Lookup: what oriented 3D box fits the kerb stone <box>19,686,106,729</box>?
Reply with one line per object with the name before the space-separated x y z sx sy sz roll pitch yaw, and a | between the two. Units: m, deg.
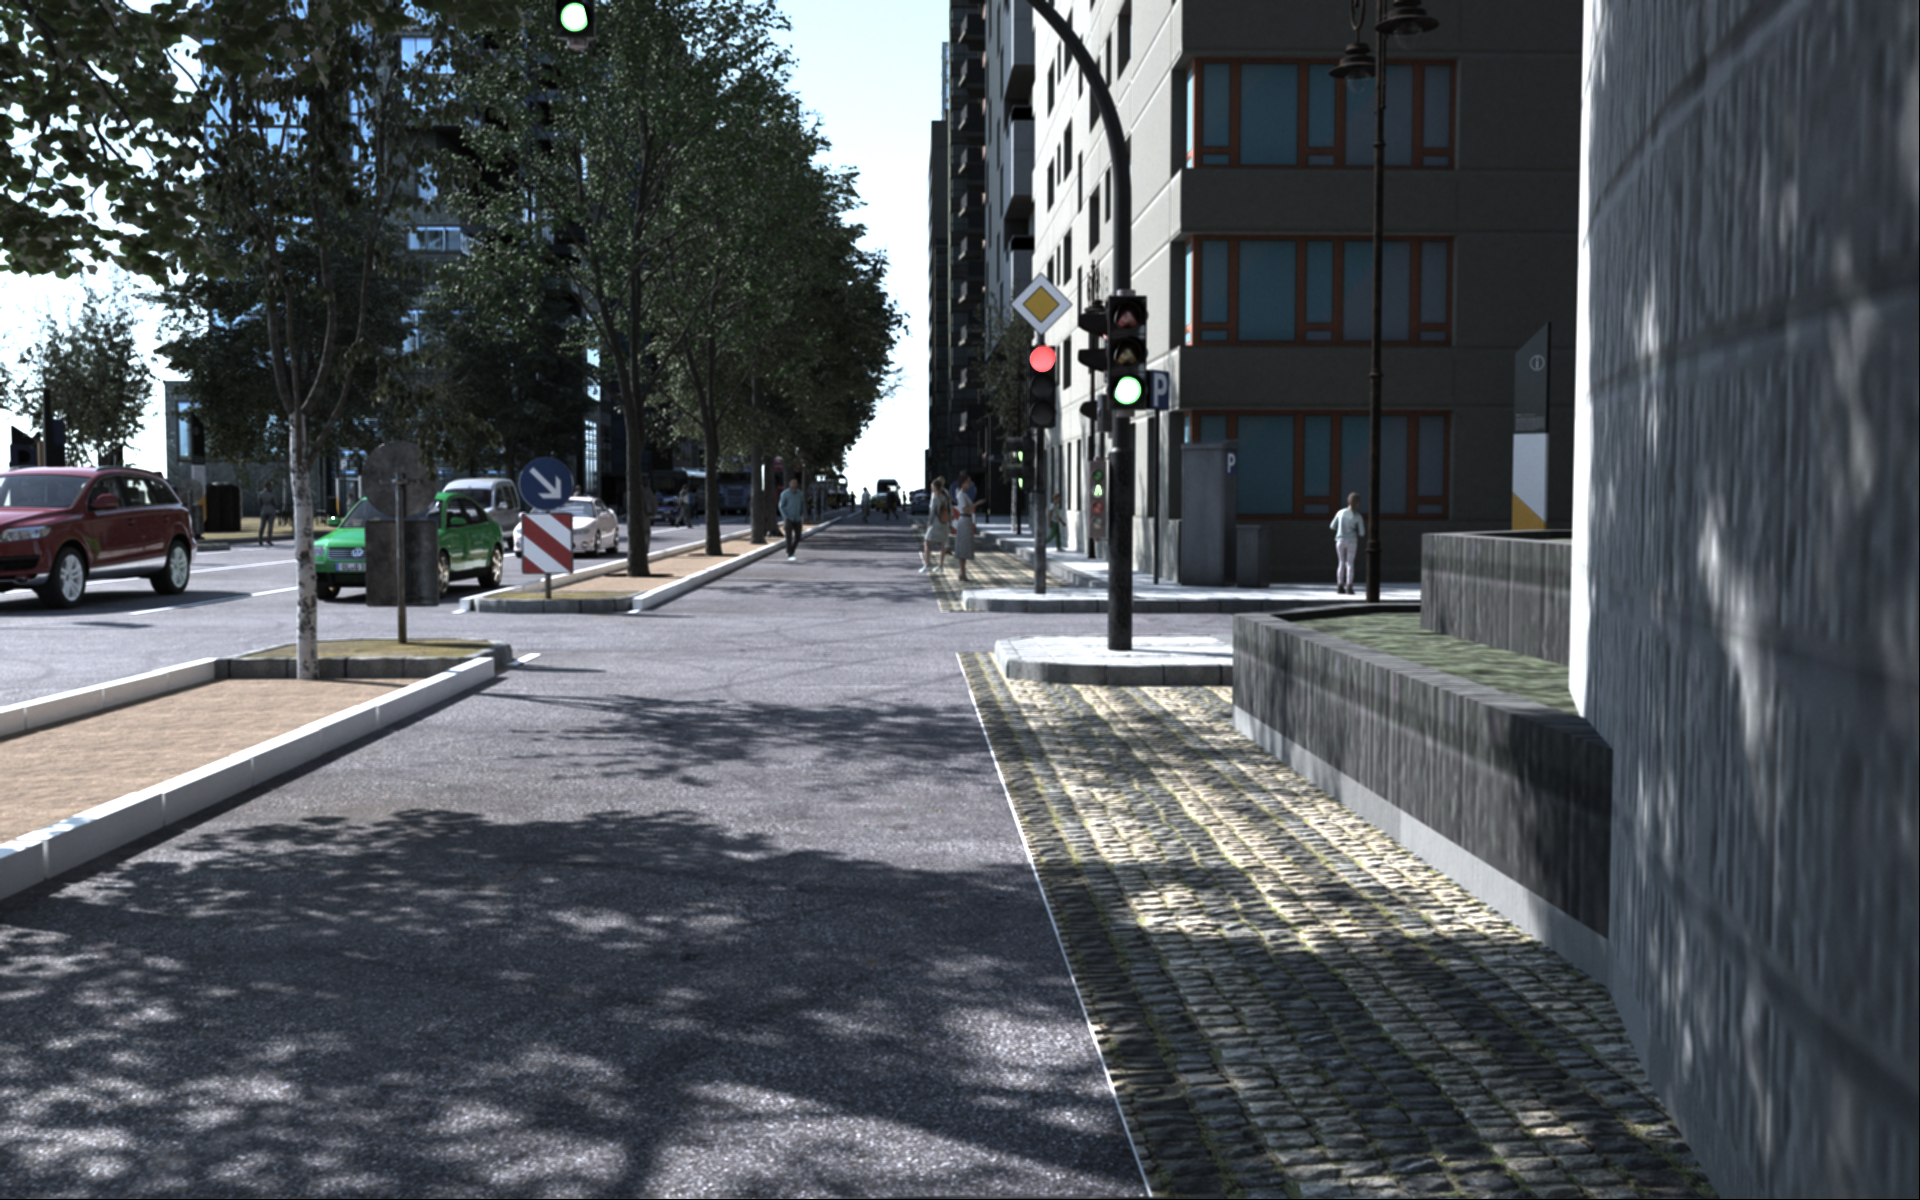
kerb stone | -5.715 0.688 10.959 0.120 0.150 1.000 0 4 -2

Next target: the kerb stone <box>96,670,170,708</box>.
kerb stone | -5.755 0.627 11.987 0.120 0.150 1.000 0 4 -2

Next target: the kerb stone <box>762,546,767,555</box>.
kerb stone | -4.648 -1.106 40.275 0.120 0.150 1.000 0 4 -2

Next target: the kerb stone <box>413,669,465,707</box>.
kerb stone | -3.655 0.626 12.065 0.120 0.150 1.000 0 4 -2

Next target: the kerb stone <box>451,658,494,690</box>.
kerb stone | -3.696 0.558 13.086 0.120 0.150 1.000 0 4 -2

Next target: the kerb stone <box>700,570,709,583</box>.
kerb stone | -4.213 -0.354 27.988 0.120 0.150 1.000 0 4 -2

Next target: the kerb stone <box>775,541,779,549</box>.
kerb stone | -4.790 -1.353 44.374 0.120 0.150 1.000 0 4 -2

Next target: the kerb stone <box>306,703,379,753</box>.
kerb stone | -3.586 0.747 10.012 0.120 0.150 1.000 0 4 -2

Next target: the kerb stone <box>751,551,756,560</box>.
kerb stone | -4.536 -0.914 37.211 0.120 0.150 1.000 0 4 -2

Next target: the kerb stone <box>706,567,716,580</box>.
kerb stone | -4.247 -0.417 29.009 0.120 0.150 1.000 0 4 -2

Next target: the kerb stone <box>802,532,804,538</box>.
kerb stone | -5.183 -2.045 55.641 0.120 0.150 1.000 0 4 -2

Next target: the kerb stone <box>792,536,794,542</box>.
kerb stone | -5.003 -1.733 50.524 0.120 0.150 1.000 0 4 -2

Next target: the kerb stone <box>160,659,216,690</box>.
kerb stone | -5.797 0.562 13.010 0.120 0.150 1.000 0 4 -2

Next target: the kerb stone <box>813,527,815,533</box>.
kerb stone | -5.438 -2.485 62.821 0.120 0.150 1.000 0 4 -2

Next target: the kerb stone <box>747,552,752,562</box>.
kerb stone | -4.499 -0.856 36.189 0.120 0.150 1.000 0 4 -2

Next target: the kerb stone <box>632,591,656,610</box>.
kerb stone | -3.996 0.027 21.851 0.120 0.150 1.000 0 4 -2

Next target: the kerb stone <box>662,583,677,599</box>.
kerb stone | -4.071 -0.104 23.897 0.120 0.150 1.000 0 4 -2

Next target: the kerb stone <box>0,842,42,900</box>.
kerb stone | -3.439 1.000 5.917 0.120 0.150 1.000 0 4 -2

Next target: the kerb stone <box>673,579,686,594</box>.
kerb stone | -4.108 -0.162 24.921 0.120 0.150 1.000 0 4 -2

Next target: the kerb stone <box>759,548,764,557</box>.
kerb stone | -4.603 -1.043 39.254 0.120 0.150 1.000 0 4 -2

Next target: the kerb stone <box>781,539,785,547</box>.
kerb stone | -4.861 -1.482 46.432 0.120 0.150 1.000 0 4 -2

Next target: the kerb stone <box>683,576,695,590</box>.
kerb stone | -4.134 -0.229 25.942 0.120 0.150 1.000 0 4 -2

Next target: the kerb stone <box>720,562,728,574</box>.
kerb stone | -4.315 -0.542 31.061 0.120 0.150 1.000 0 4 -2

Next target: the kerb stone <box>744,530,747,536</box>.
kerb stone | -7.389 -2.228 58.621 0.120 0.150 1.000 0 4 -2

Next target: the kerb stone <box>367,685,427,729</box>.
kerb stone | -3.614 0.686 11.043 0.120 0.150 1.000 0 4 -2

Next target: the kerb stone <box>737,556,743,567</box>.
kerb stone | -4.423 -0.730 34.129 0.120 0.150 1.000 0 4 -2

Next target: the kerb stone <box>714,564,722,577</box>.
kerb stone | -4.285 -0.479 30.035 0.120 0.150 1.000 0 4 -2

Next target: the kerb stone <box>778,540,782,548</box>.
kerb stone | -4.825 -1.410 45.412 0.120 0.150 1.000 0 4 -2

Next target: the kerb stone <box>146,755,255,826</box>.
kerb stone | -3.505 0.876 7.967 0.120 0.150 1.000 0 4 -2

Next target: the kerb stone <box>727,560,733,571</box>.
kerb stone | -4.360 -0.605 32.086 0.120 0.150 1.000 0 4 -2

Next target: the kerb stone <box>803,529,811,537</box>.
kerb stone | -5.329 -2.297 59.745 0.120 0.150 1.000 0 4 -2

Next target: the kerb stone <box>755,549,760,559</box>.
kerb stone | -4.575 -0.981 38.232 0.120 0.150 1.000 0 4 -2

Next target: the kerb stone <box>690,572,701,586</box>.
kerb stone | -4.185 -0.292 26.963 0.120 0.150 1.000 0 4 -2

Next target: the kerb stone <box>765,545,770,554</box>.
kerb stone | -4.683 -1.168 41.296 0.120 0.150 1.000 0 4 -2

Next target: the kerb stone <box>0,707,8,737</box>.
kerb stone | -5.682 0.750 9.938 0.120 0.150 1.000 0 4 -2

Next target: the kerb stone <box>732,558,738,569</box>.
kerb stone | -4.391 -0.665 33.108 0.120 0.150 1.000 0 4 -2

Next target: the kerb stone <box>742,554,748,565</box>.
kerb stone | -4.459 -0.793 35.158 0.120 0.150 1.000 0 4 -2

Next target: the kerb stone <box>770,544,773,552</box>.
kerb stone | -4.723 -1.231 42.317 0.120 0.150 1.000 0 4 -2

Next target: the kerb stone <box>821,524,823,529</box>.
kerb stone | -5.652 -2.858 68.963 0.120 0.150 1.000 0 4 -2

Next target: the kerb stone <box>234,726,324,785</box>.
kerb stone | -3.543 0.812 8.989 0.120 0.150 1.000 0 4 -2

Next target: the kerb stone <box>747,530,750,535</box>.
kerb stone | -7.435 -2.286 59.642 0.120 0.150 1.000 0 4 -2

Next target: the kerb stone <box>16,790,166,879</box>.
kerb stone | -3.471 0.933 6.945 0.120 0.150 1.000 0 4 -2

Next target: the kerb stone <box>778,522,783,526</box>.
kerb stone | -8.104 -3.478 79.098 0.120 0.150 1.000 0 4 -2

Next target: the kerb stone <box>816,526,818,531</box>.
kerb stone | -5.511 -2.606 64.867 0.120 0.150 1.000 0 4 -2

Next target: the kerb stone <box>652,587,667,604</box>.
kerb stone | -4.034 -0.042 22.876 0.120 0.150 1.000 0 4 -2

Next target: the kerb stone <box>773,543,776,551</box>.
kerb stone | -4.754 -1.291 43.352 0.120 0.150 1.000 0 4 -2

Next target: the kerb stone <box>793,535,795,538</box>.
kerb stone | -5.046 -1.795 51.546 0.120 0.150 1.000 0 4 -2
